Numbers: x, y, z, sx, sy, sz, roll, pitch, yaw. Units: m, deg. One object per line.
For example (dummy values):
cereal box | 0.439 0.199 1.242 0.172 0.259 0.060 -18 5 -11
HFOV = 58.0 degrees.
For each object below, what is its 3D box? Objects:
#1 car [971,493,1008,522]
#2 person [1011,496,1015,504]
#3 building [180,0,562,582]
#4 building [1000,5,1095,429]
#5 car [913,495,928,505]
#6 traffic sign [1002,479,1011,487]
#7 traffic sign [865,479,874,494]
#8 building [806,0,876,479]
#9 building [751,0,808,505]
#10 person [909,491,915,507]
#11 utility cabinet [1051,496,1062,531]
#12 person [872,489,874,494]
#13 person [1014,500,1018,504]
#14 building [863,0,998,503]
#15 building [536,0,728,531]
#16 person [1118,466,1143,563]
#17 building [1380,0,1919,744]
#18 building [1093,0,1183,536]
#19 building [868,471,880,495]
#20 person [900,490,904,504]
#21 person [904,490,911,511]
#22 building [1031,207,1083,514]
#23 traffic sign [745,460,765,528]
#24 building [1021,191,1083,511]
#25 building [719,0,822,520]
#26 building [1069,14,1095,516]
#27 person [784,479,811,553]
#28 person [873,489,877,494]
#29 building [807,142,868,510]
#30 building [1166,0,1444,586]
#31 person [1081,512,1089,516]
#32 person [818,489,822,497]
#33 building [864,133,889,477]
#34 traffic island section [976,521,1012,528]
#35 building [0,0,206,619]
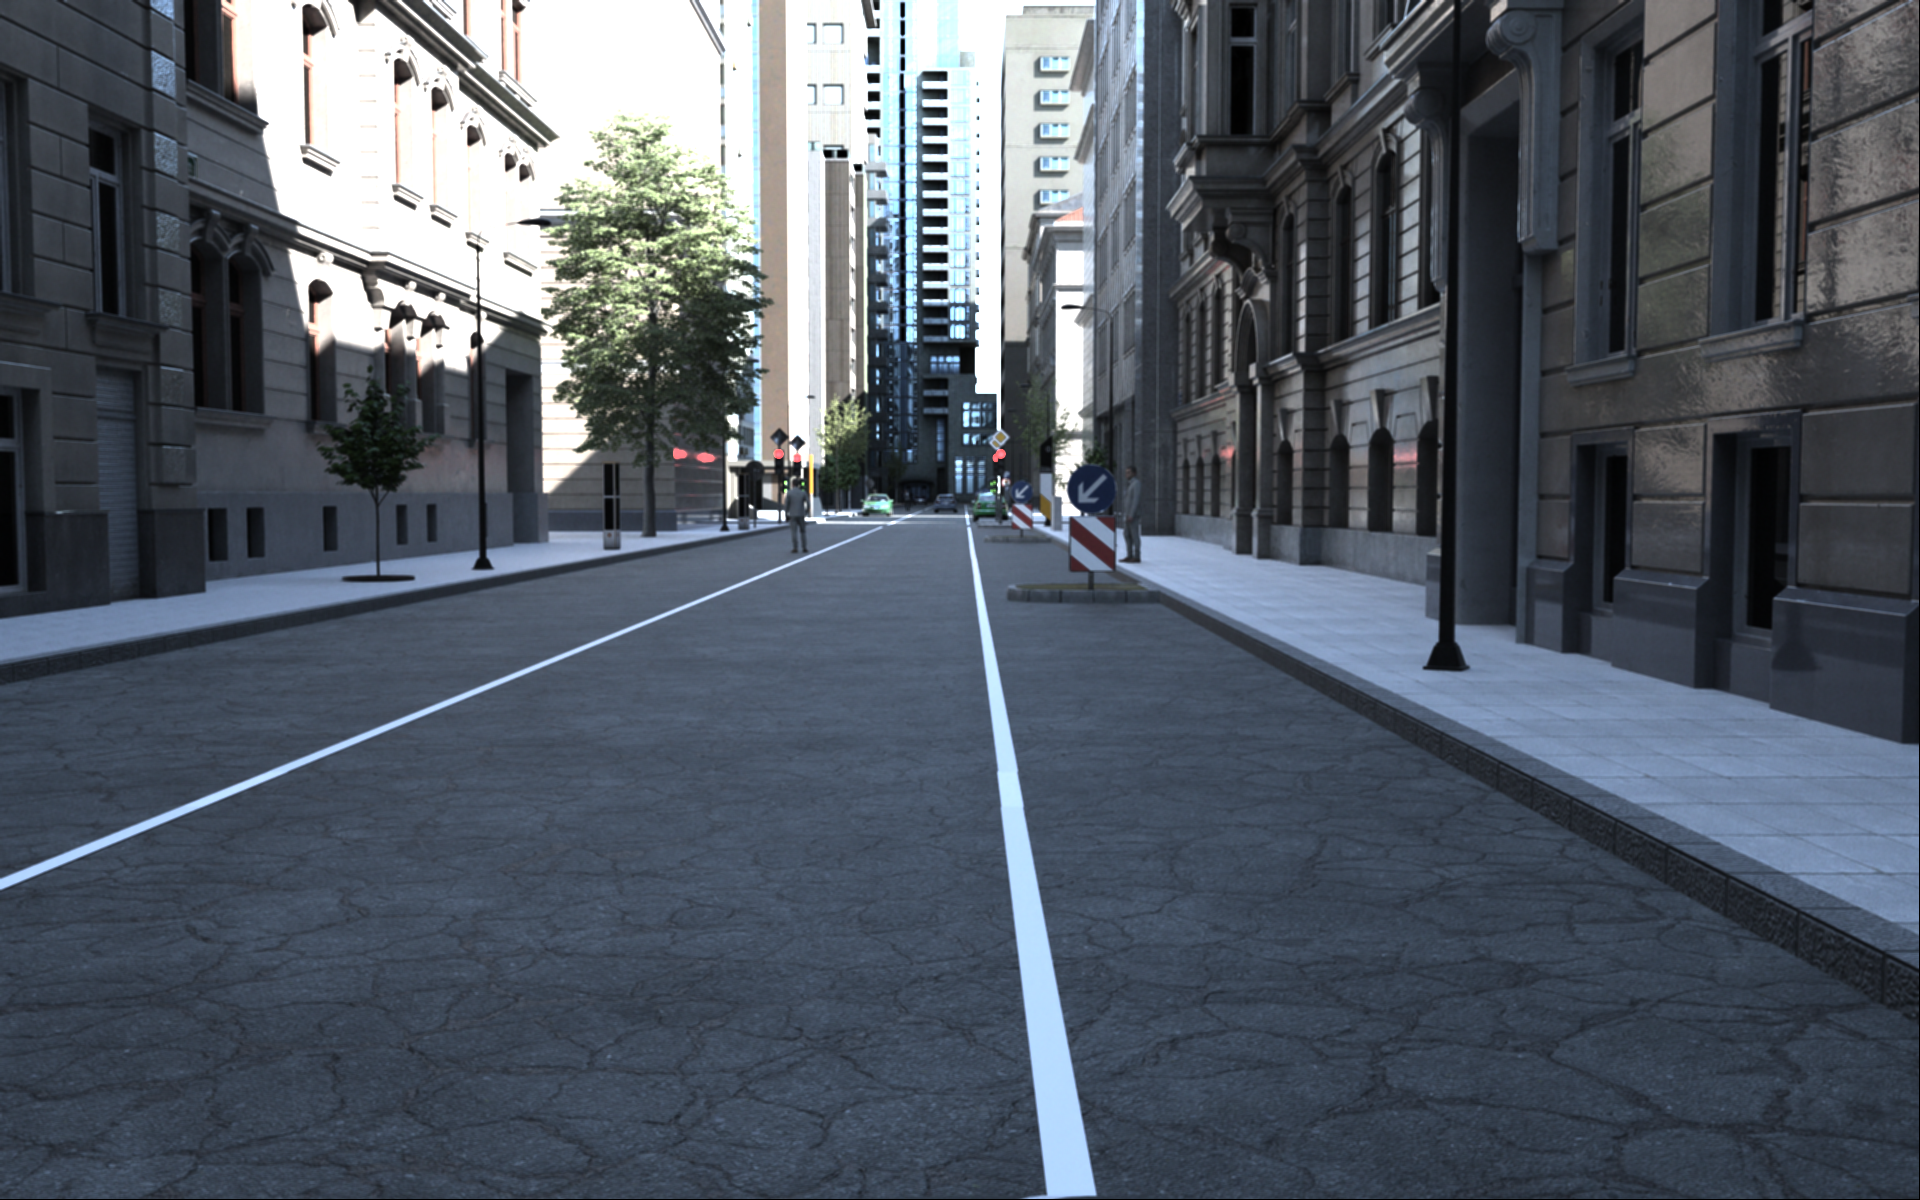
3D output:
car | 1.580 -5.035 91.115 1.959 1.807 4.718 0 4 -1
person | 4.839 -9.331 158.241 0.705 1.869 1.348 1 4 8
building | -17.246 -15.108 34.399 14.401 28.519 23.554 0 3 0
building | 14.784 -33.394 169.694 21.300 48.544 21.600 0 3 0
car | -5.121 -12.905 223.580 1.945 1.354 3.894 0 4 -1
traffic sign | 3.548 -8.149 133.341 0.768 2.556 0.104 0 4 1
traffic sign | -7.617 -8.951 146.452 0.768 2.556 0.104 0 4 3
building | -23.064 -35.505 169.738 28.713 52.752 27.495 0 3 0
building | -18.349 -28.882 122.337 14.600 45.320 14.200 0 3 0
person | -5.519 -11.342 193.953 1.348 1.822 0.705 0 4 8
utility cabinet | 3.405 -3.048 61.000 0.306 1.237 1.020 0 4 -4
person | -8.094 -9.699 165.147 0.721 1.766 1.217 -1 4 -20
person | 3.690 -6.292 109.330 0.534 1.772 0.576 3 4 36
building | -10.171 -57.359 250.487 31.000 86.520 22.319 0 3 0
building | -19.445 -17.083 65.208 20.117 28.700 13.634 0 3 0
person | 3.231 -1.604 32.370 0.391 1.810 0.635 -1 4 -11
building | 11.051 -13.551 7.469 13.634 28.700 20.117 0 3 0
building | 11.571 -14.941 62.310 12.078 24.808 19.932 0 3 0
building | -19.547 -46.173 193.176 20.563 71.187 20.611 0 3 0
person | -7.535 -13.329 224.423 0.568 1.767 0.683 -2 4 -24
person | -4.489 -8.481 147.342 0.592 1.802 0.473 0 4 -5
building | 11.127 -17.339 119.647 11.583 22.565 21.152 0 3 0
traffic sign | -7.778 -4.006 65.601 0.768 2.556 0.104 1 4 9
building | 11.683 -21.169 143.382 12.463 27.353 25.104 0 3 0
building | -24.171 -24.546 93.216 32.217 40.220 23.993 0 3 0
building | 17.742 -18.415 88.476 23.554 28.519 14.401 0 3 0
person | -3.991 -2.073 42.488 0.635 1.810 0.391 -1 4 -22
person | -6.309 -7.325 128.443 0.728 1.800 0.709 1 4 19
building | -15.140 -22.825 144.897 14.160 30.474 14.107 0 3 0
building | 11.647 -13.203 34.961 14.460 24.649 34.723 0 3 0
person | 4.656 -3.516 63.438 0.656 1.842 0.836 -3 5 -40
person | -10.771 -7.712 131.932 0.447 1.846 0.655 1 4 14
building | -24.463 -36.641 218.686 30.456 49.044 23.786 0 3 0
traffic island section | 1.764 -3.635 81.720 2.009 0.180 2.903 0 3 0
building | -15.513 -12.993 9.705 12.463 27.353 25.104 0 3 0
